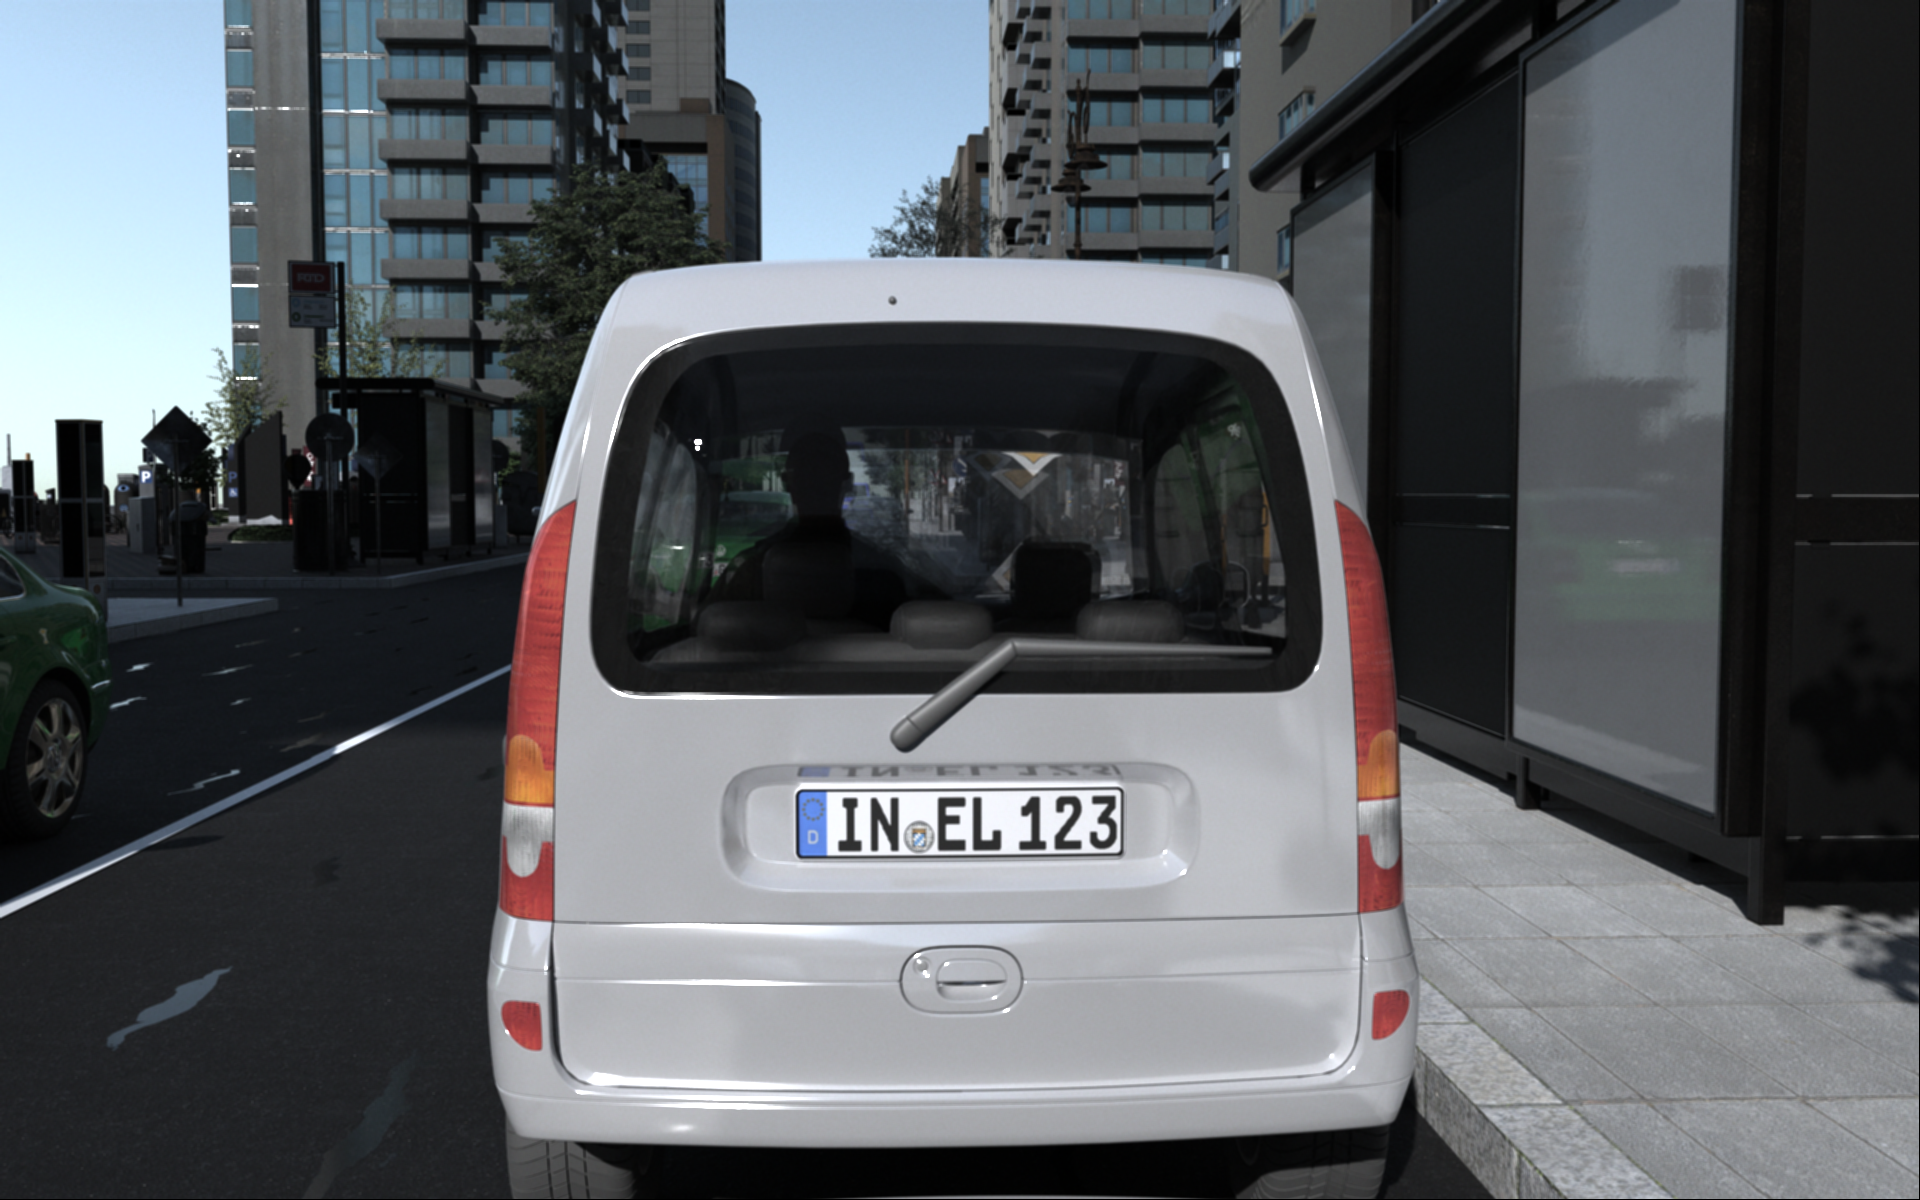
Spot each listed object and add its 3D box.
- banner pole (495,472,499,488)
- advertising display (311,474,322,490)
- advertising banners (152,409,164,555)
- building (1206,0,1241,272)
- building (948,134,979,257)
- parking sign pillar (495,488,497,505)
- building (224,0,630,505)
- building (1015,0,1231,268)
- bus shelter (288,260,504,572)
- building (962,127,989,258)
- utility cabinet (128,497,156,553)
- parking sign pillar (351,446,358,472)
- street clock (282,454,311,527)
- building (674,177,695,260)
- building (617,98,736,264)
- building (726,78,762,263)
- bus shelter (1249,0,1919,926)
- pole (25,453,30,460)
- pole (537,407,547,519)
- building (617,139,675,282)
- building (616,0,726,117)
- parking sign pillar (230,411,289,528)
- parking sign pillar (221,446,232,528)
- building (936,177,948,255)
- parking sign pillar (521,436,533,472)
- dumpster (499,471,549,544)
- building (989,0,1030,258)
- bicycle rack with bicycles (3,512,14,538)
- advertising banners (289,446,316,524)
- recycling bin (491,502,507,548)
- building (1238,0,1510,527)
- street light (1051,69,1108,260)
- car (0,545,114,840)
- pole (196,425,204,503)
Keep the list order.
[{"bbox_3d":[-22.367,-5.662,82.590,0.863,3.779,0.401,1,4,15],"label":"banner pole"},{"bbox_3d":[-21.119,-3.191,57.383,0.123,1.923,0.974,1,4,16],"label":"advertising display"},{"bbox_3d":[-16.985,-2.475,36.657,0.090,3.025,2.074,-1,4,-22],"label":"advertising banners"},{"bbox_3d":[20.794,-47.229,84.866,22.319,86.520,31.000,0,4,-3],"label":"building"},{"bbox_3d":[9.881,-37.080,229.961,21.300,48.544,21.600,0,4,-3],"label":"building"},{"bbox_3d":[-24.010,-6.032,87.091,1.447,3.967,1.447,0,4,-8],"label":"parking sign pillar"},{"bbox_3d":[-34.571,-30.400,116.655,23.786,49.044,30.456,0,4,-3],"label":"building"},{"bbox_3d":[15.840,-31.143,128.792,23.786,49.044,30.456,0,4,-3],"label":"building"},{"bbox_3d":[-10.595,-3.363,32.612,2.179,5.291,8.768,0,4,-3],"label":"bus shelter"},{"bbox_3d":[7.486,-34.365,211.973,14.600,45.320,14.200,0,4,-3],"label":"building"},{"bbox_3d":[-18.039,-1.653,38.192,0.306,1.237,1.020,-3,5,-40],"label":"utility cabinet"},{"bbox_3d":[-33.312,-6.558,95.698,1.447,3.967,1.447,-1,4,-23],"label":"parking sign pillar"},{"bbox_3d":[-12.096,-1.655,31.635,0.471,2.002,0.358,-2,4,-29],"label":"street clock"},{"bbox_3d":[-31.336,-23.433,154.831,14.160,30.474,14.107,0,4,-3],"label":"building"},{"bbox_3d":[-33.362,-33.628,199.921,14.600,45.320,14.200,0,4,-3],"label":"building"},{"bbox_3d":[-39.091,-42.815,242.027,21.231,58.520,28.212,0,4,-3],"label":"building"},{"bbox_3d":[2.958,-1.936,9.286,2.179,5.291,8.768,0,4,-3],"label":"bus shelter"},{"bbox_3d":[-46.542,-5.671,86.560,0.158,3.312,0.155,0,3,0],"label":"pole"},{"bbox_3d":[-9.829,-2.868,40.736,0.158,3.312,0.155,0,3,0],"label":"pole"},{"bbox_3d":[-31.362,-22.564,140.621,14.160,30.474,14.107,0,4,-3],"label":"building"},{"bbox_3d":[-37.663,-47.641,217.179,20.563,71.187,20.611,0,4,-3],"label":"building"},{"bbox_3d":[-22.566,-4.154,56.384,1.447,3.967,1.447,1,4,13],"label":"parking sign pillar"},{"bbox_3d":[-27.446,-4.744,66.029,1.447,3.967,1.447,0,4,1],"label":"parking sign pillar"},{"bbox_3d":[7.583,-38.413,251.761,21.300,48.544,21.600,0,4,-3],"label":"building"},{"bbox_3d":[-12.908,-3.989,53.697,1.447,3.967,1.447,0,4,3],"label":"parking sign pillar"},{"bbox_3d":[-11.047,-2.364,44.415,1.264,1.857,1.865,0,4,-3],"label":"dumpster"},{"bbox_3d":[16.866,-34.784,157.953,28.713,52.752,27.495,0,4,-3],"label":"building"},{"bbox_3d":[-26.881,-2.302,51.015,2.852,0.926,2.925,1,4,21],"label":"bicycle rack with bicycles"},{"bbox_3d":[-24.282,-4.068,62.700,2.074,3.025,0.090,0,4,-5],"label":"advertising banners"},{"bbox_3d":[-11.298,-1.758,41.291,0.722,1.027,0.722,2,4,28],"label":"recycling bin"},{"bbox_3d":[18.919,-25.849,46.326,21.600,48.544,21.300,0,4,-3],"label":"building"},{"bbox_3d":[1.319,-2.854,19.449,0.468,5.910,1.993,0,4,-3],"label":"street light"},{"bbox_3d":[-4.589,0.182,5.816,1.959,1.807,4.718,0,4,-3],"label":"car"},{"bbox_3d":[-22.412,-3.497,51.025,0.158,3.312,0.155,0,3,0],"label":"pole"}]
